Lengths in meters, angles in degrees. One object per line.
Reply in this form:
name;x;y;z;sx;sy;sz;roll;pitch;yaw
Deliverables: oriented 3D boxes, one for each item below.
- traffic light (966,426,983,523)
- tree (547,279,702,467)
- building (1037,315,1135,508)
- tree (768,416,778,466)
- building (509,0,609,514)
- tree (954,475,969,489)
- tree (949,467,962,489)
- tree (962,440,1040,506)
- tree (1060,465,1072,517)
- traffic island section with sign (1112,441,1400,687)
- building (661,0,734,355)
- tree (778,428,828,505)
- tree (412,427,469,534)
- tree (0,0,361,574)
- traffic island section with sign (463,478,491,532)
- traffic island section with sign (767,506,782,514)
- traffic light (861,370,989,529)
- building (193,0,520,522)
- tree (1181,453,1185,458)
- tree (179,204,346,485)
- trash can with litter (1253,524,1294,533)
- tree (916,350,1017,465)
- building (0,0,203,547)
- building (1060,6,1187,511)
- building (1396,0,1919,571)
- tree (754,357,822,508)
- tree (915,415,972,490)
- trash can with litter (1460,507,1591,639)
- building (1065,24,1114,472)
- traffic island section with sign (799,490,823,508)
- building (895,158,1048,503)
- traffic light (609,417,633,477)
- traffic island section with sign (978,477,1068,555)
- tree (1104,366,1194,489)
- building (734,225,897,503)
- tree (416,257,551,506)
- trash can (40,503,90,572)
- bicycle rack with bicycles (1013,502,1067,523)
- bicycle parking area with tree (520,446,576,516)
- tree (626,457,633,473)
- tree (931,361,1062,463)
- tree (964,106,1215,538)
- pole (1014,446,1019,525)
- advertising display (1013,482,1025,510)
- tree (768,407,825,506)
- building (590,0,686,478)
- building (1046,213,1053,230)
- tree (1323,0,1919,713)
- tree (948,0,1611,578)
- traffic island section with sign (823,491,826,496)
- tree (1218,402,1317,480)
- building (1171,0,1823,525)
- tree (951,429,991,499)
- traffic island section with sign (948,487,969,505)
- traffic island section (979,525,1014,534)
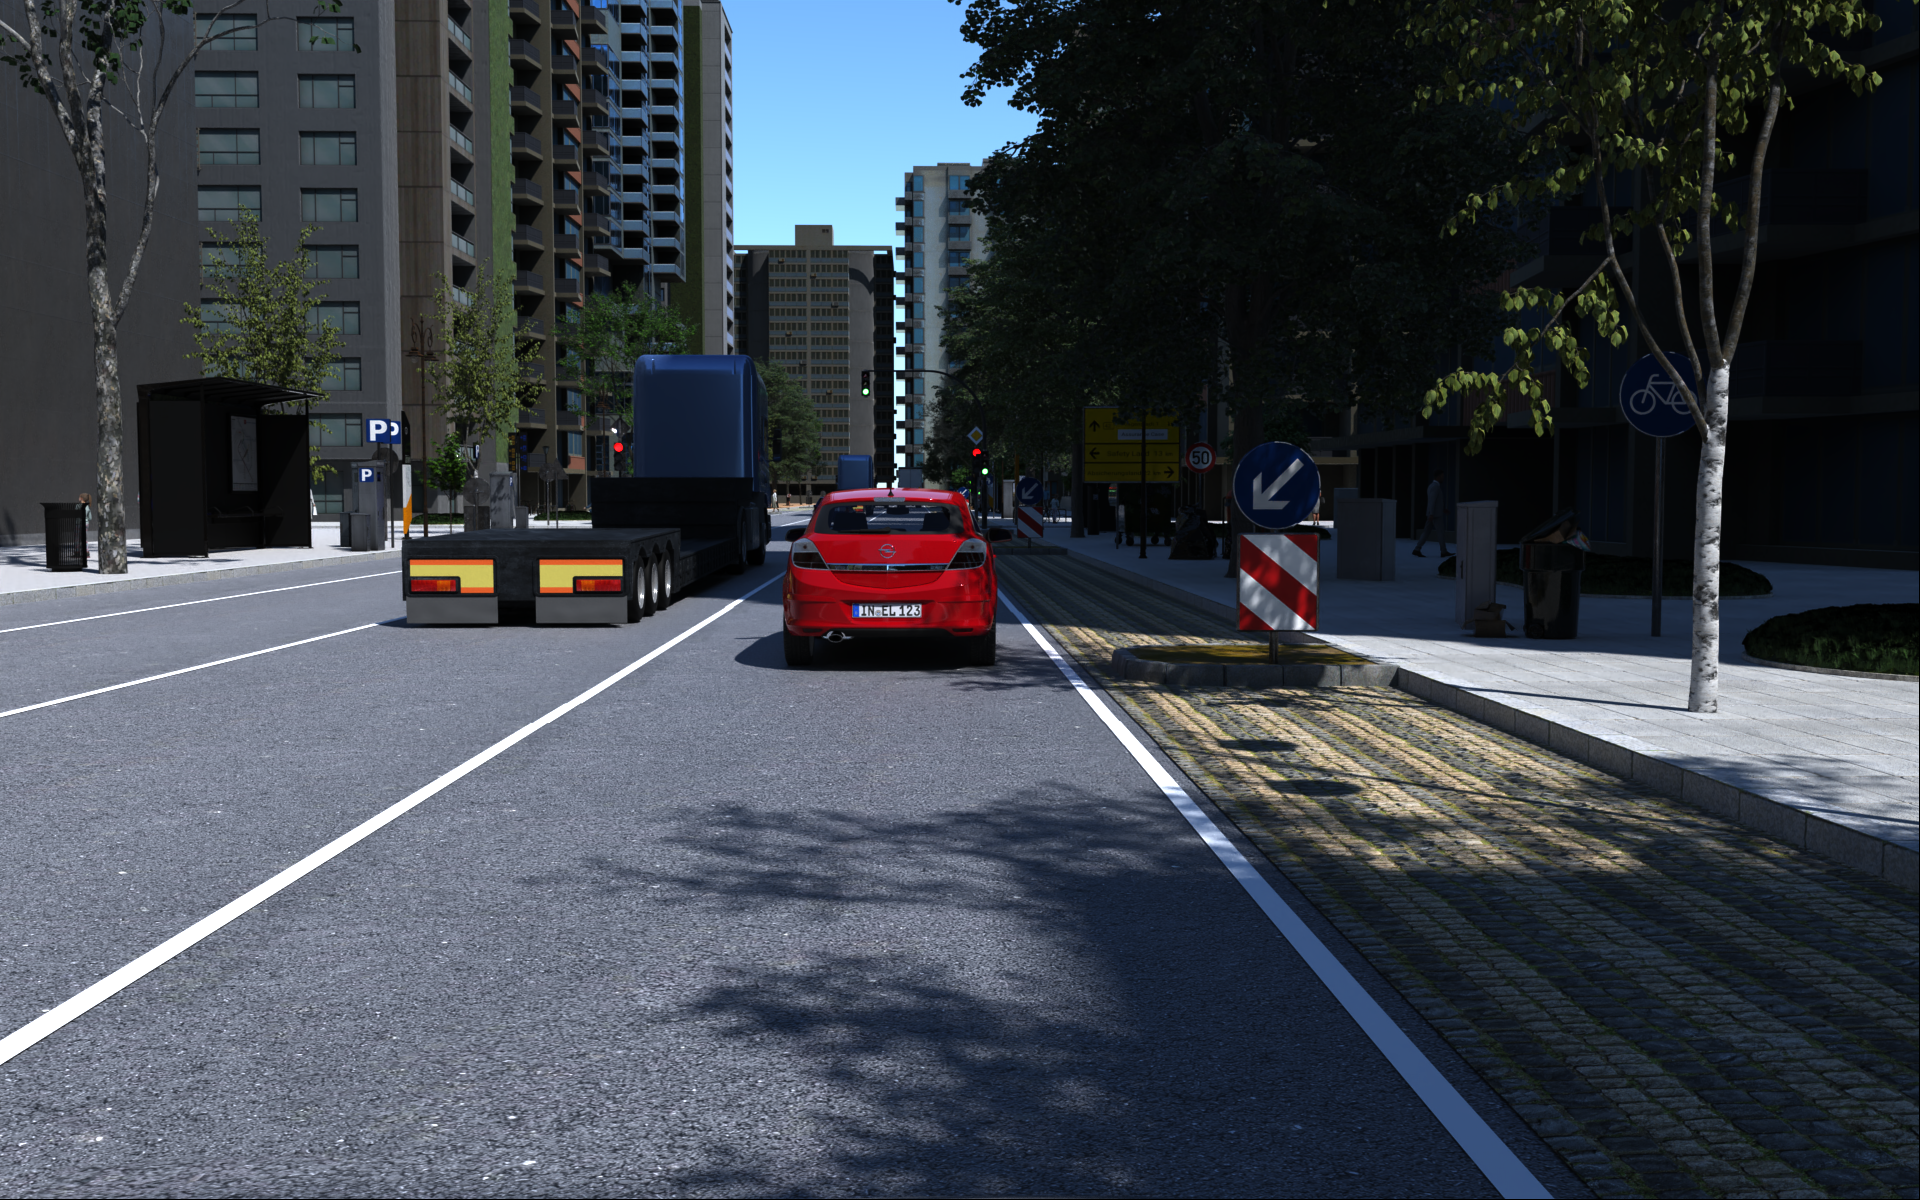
traffic light;0.660;-5.055;71.567;0.839;4.253;0.868;0;4;-2
tree;-16.088;-9.769;85.476;9.928;11.665;9.643;0;3;0
building;21.719;-20.321;177.281;27.650;21.520;28.899;0;4;-2
tree;-17.605;-12.273;151.023;4.737;8.622;4.395;0;3;0
building;-37.286;-28.656;123.154;22.147;44.769;28.867;0;4;-2
tree;0.469;-10.744;170.263;1.663;3.219;1.824;0;3;0
tree;0.503;-12.587;189.502;4.285;4.588;4.351;0;3;0
tree;3.253;-7.100;99.805;4.285;4.588;4.351;0;3;0
tree;6.398;-6.231;96.477;1.663;3.219;1.824;0;3;0
traffic island section with sign;2.249;-0.314;13.756;1.989;1.847;2.006;0;4;-2
building;-40.993;-40.409;202.687;28.212;58.520;21.231;0;4;-2
tree;-19.425;-16.708;207.587;7.601;10.594;8.767;-1;4;-9
tree;-14.765;-3.408;50.315;1.663;3.219;1.824;0;3;0
tree;-14.209;-10.402;25.959;12.611;20.169;13.585;0;3;0
traffic island section with sign;-11.499;-1.976;40.929;1.989;1.847;2.006;0;4;-2
traffic island section with sign;-13.689;-6.994;122.985;1.989;1.847;2.006;0;4;-2
traffic light;-1.216;-5.426;63.388;4.771;5.953;1.251;0;4;-2
building;-30.335;-24.509;84.318;14.154;41.232;14.086;0;4;-2
tree;12.247;-7.417;104.979;4.285;4.588;4.351;0;3;0
tree;-17.455;-5.726;43.977;4.737;8.622;4.395;0;3;0
trash can with litter;4.463;-0.809;24.613;0.624;1.170;1.055;1;4;8
tree;1.633;-13.888;137.440;12.009;13.543;11.850;0;3;0
building;-38.321;-13.977;47.583;30.058;24.678;14.314;0;4;-2
building;24.339;-26.926;132.128;32.217;40.220;23.993;0;4;-2
building;22.436;-23.620;40.804;22.147;44.769;28.867;0;4;-2
tree;-17.033;-15.471;159.611;9.857;13.997;8.962;0;3;0
tree;-0.821;-18.769;223.883;9.611;12.733;9.660;0;3;0
trash can with litter;5.032;-0.248;15.440;1.055;1.170;0.624;1;4;12
building;16.356;-28.837;155.077;14.154;41.232;14.086;0;4;-2
traffic island section with sign;-15.028;-10.065;173.196;1.989;1.847;2.006;0;4;-2
building;6.019;-38.544;249.799;30.456;49.044;23.786;0;4;-2
traffic light;-12.383;-4.544;63.217;0.839;4.253;0.868;0;4;-2
traffic island section with sign;1.512;-2.007;41.442;1.989;1.847;2.006;0;4;-2
tree;8.195;-7.593;74.501;4.737;8.622;4.395;0;3;0
building;-21.287;-34.305;252.765;23.993;40.220;32.217;0;4;-2
tree;-15.258;-6.388;54.805;4.737;8.622;4.395;0;3;0
trash can;-14.793;-1.040;28.660;0.748;1.137;0.748;0;3;0
bicycle rack with bicycles;3.379;-3.919;77.457;2.852;0.926;2.925;2;4;30
bicycle parking area with tree;-27.408;-7.131;103.596;8.231;4.147;9.016;1;4;14
tree;-23.925;-9.146;133.248;4.285;4.588;4.351;0;3;0
tree;2.718;-10.551;106.918;8.767;10.594;7.601;-1;4;-17
tree;3.700;-8.094;50.458;7.486;12.596;7.792;0;3;0
pole;2.350;-4.757;71.619;0.158;3.312;0.155;0;3;0
advertising display;3.198;-5.165;89.664;0.974;1.923;0.123;1;4;20
tree;-18.851;-16.186;190.400;9.928;11.665;9.643;0;3;0
building;-36.401;-51.838;160.215;22.319;86.520;31.000;0;4;-2
building;22.981;-31.270;203.149;32.217;40.220;23.993;0;4;-2
tree;4.333;-3.659;10.183;4.737;8.622;4.395;0;3;0
tree;4.534;-7.309;26.164;9.857;13.997;8.962;0;3;0
traffic island section with sign;-15.751;-11.713;200.142;1.989;1.847;2.006;0;4;-2
tree;10.418;-4.585;58.675;4.285;4.588;4.351;0;3;0
building;24.893;-26.659;90.499;28.867;44.769;22.147;0;4;-2
tree;1.015;-13.047;163.681;4.737;8.622;4.395;0;3;0
traffic island section with sign;0.053;-5.361;96.273;1.989;1.847;2.006;0;4;-2
traffic island section;0.913;-2.533;63.700;2.009;0.180;2.903;0;4;-2
